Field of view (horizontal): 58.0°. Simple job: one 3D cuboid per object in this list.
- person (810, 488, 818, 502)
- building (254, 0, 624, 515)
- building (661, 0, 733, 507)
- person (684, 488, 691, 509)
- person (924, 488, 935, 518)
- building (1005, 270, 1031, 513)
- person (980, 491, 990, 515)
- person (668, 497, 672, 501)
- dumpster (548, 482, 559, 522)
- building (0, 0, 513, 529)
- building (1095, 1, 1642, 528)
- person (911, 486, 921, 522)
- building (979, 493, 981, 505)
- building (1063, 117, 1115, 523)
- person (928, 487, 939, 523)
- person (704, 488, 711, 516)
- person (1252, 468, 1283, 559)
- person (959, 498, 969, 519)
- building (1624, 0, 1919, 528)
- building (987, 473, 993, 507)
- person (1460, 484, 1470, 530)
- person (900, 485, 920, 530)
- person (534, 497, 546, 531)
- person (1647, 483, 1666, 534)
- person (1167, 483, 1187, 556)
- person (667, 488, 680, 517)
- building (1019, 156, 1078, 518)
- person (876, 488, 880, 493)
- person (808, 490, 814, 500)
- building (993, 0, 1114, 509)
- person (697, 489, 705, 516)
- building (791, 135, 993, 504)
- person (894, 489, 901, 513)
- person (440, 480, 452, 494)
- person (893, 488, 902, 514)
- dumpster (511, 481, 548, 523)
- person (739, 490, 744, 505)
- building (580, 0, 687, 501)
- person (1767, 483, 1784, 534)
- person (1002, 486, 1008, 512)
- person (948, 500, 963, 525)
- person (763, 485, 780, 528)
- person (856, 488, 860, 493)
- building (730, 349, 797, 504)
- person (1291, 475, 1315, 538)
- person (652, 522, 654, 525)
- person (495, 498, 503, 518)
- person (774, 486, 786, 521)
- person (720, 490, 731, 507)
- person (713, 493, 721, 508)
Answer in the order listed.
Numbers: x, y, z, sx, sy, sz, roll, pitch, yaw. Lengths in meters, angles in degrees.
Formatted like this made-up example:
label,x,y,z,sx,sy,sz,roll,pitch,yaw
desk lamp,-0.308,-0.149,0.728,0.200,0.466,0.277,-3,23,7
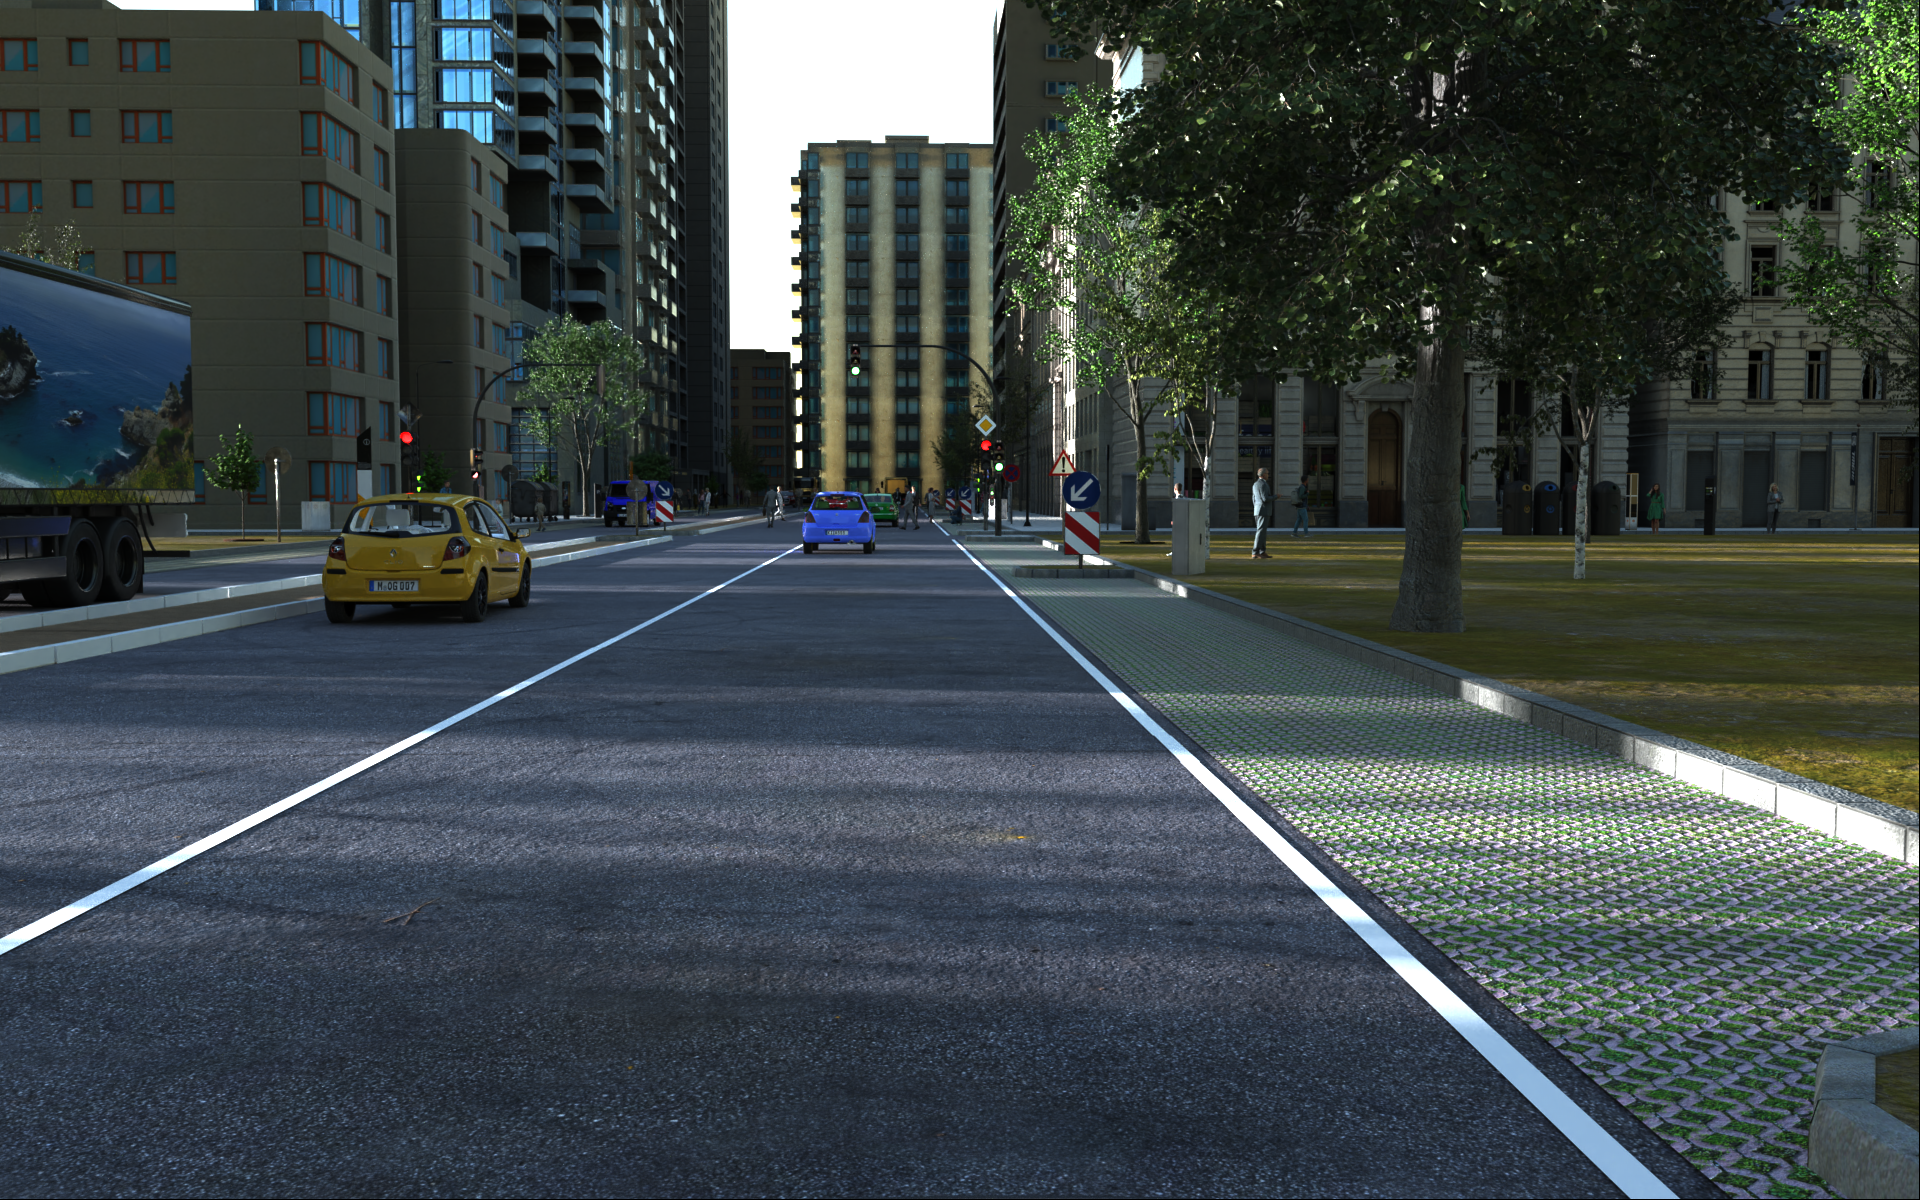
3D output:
label,x,y,z,sx,sy,sz,roll,pitch,yaw
person,-8.631,-5.822,103.860,0.661,1.801,0.590,-1,4,-20
building,-34.970,-49.211,117.269,22.319,86.520,31.000,0,4,-2
building,-37.364,-46.383,196.610,20.611,71.187,20.563,0,4,-2
person,-22.812,-8.447,144.679,0.750,1.759,0.617,0,4,-1
person,-1.804,-5.820,104.050,0.661,1.777,0.834,0,4,-7
building,9.157,-16.047,126.991,10.561,19.102,19.286,0,4,-2
person,1.503,-5.995,104.891,0.563,1.720,0.643,-2,4,-29
person,-21.460,-7.485,129.088,0.598,1.740,0.731,0,4,7
dumpster,-19.488,-4.584,80.708,1.264,1.857,1.865,0,4,-2
building,-37.044,-14.144,76.293,27.650,21.520,28.899,0,4,-2
building,15.889,-14.704,69.289,19.941,23.489,11.050,0,4,-2
person,-2.307,-4.884,88.127,0.659,1.850,0.755,0,4,0
building,18.410,-30.924,197.496,32.217,40.220,23.993,0,4,-2
building,10.975,-14.008,83.783,10.420,20.320,16.860,0,4,-2
person,-1.296,-4.625,84.680,0.524,1.755,0.480,0,4,-6
person,-16.229,-6.301,111.396,0.514,1.842,0.818,1,4,15
person,6.100,-1.730,34.510,0.590,1.801,0.661,-1,4,-9
person,0.219,-5.490,98.622,0.532,1.782,0.716,2,4,30
building,35.195,-13.461,69.246,18.267,20.994,9.793,0,4,-2
building,13.070,-45.000,174.004,20.563,71.187,20.611,0,4,-2
person,9.549,-1.669,33.573,0.600,1.795,0.529,0,4,-7
person,-2.032,-3.708,69.394,0.850,1.792,0.678,0,4,-8
person,-16.065,-3.271,66.252,0.640,1.303,0.475,3,4,37
person,23.055,-2.973,57.355,0.600,1.795,0.529,2,4,24
person,4.534,-1.669,35.935,0.523,1.515,0.503,0,4,-1
person,-18.346,-6.138,109.072,1.509,1.804,0.699,2,4,28
building,10.970,-16.076,104.635,13.314,21.916,24.055,0,4,-2
person,-5.079,-6.038,107.192,0.573,1.828,0.580,-1,4,-12
person,-13.821,-9.515,164.093,1.348,1.821,0.705,3,5,39
building,14.104,-32.413,153.652,21.300,48.544,21.600,0,4,-2
person,-17.044,-6.420,114.063,0.593,1.750,0.643,-1,4,-18
building,-7.197,-37.575,233.967,30.456,49.044,23.786,0,4,-2
person,-4.795,-7.465,130.432,0.514,1.842,0.818,-3,5,-44
person,-18.946,-3.513,63.825,0.444,1.785,0.601,3,5,44
person,-4.545,-7.237,126.186,0.648,1.900,0.474,-3,5,-45
dumpster,-19.646,-4.453,78.573,1.264,1.857,1.865,0,4,-2
person,-25.081,-11.742,198.701,1.217,1.739,0.721,0,4,-7
building,-36.841,-32.445,150.076,23.786,49.044,30.456,0,4,-2
person,26.623,-2.926,56.523,0.537,1.800,0.526,0,4,8
person,3.290,-7.197,123.818,0.850,1.850,0.679,-1,4,-21
person,-0.229,-3.952,78.621,0.738,1.151,1.012,0,4,3
person,-8.110,-4.018,74.312,0.709,1.813,0.853,-1,4,-15
person,-6.601,-6.332,111.910,0.818,1.842,0.514,2,4,31
building,-37.508,-23.878,235.441,28.899,21.520,27.650,0,4,-2
person,9.984,-2.711,50.353,0.713,1.824,0.794,2,4,24
person,-14.374,-4.352,81.474,0.330,1.601,0.589,-2,4,-25
person,-15.465,-2.769,58.052,0.394,1.301,0.425,-3,4,-37
person,-9.660,-5.128,92.228,0.818,1.842,0.514,0,4,-7
person,-22.680,-9.806,167.187,1.217,1.723,0.721,-1,4,-13
person,-22.245,-9.282,158.542,0.721,1.736,1.217,-3,5,-42
